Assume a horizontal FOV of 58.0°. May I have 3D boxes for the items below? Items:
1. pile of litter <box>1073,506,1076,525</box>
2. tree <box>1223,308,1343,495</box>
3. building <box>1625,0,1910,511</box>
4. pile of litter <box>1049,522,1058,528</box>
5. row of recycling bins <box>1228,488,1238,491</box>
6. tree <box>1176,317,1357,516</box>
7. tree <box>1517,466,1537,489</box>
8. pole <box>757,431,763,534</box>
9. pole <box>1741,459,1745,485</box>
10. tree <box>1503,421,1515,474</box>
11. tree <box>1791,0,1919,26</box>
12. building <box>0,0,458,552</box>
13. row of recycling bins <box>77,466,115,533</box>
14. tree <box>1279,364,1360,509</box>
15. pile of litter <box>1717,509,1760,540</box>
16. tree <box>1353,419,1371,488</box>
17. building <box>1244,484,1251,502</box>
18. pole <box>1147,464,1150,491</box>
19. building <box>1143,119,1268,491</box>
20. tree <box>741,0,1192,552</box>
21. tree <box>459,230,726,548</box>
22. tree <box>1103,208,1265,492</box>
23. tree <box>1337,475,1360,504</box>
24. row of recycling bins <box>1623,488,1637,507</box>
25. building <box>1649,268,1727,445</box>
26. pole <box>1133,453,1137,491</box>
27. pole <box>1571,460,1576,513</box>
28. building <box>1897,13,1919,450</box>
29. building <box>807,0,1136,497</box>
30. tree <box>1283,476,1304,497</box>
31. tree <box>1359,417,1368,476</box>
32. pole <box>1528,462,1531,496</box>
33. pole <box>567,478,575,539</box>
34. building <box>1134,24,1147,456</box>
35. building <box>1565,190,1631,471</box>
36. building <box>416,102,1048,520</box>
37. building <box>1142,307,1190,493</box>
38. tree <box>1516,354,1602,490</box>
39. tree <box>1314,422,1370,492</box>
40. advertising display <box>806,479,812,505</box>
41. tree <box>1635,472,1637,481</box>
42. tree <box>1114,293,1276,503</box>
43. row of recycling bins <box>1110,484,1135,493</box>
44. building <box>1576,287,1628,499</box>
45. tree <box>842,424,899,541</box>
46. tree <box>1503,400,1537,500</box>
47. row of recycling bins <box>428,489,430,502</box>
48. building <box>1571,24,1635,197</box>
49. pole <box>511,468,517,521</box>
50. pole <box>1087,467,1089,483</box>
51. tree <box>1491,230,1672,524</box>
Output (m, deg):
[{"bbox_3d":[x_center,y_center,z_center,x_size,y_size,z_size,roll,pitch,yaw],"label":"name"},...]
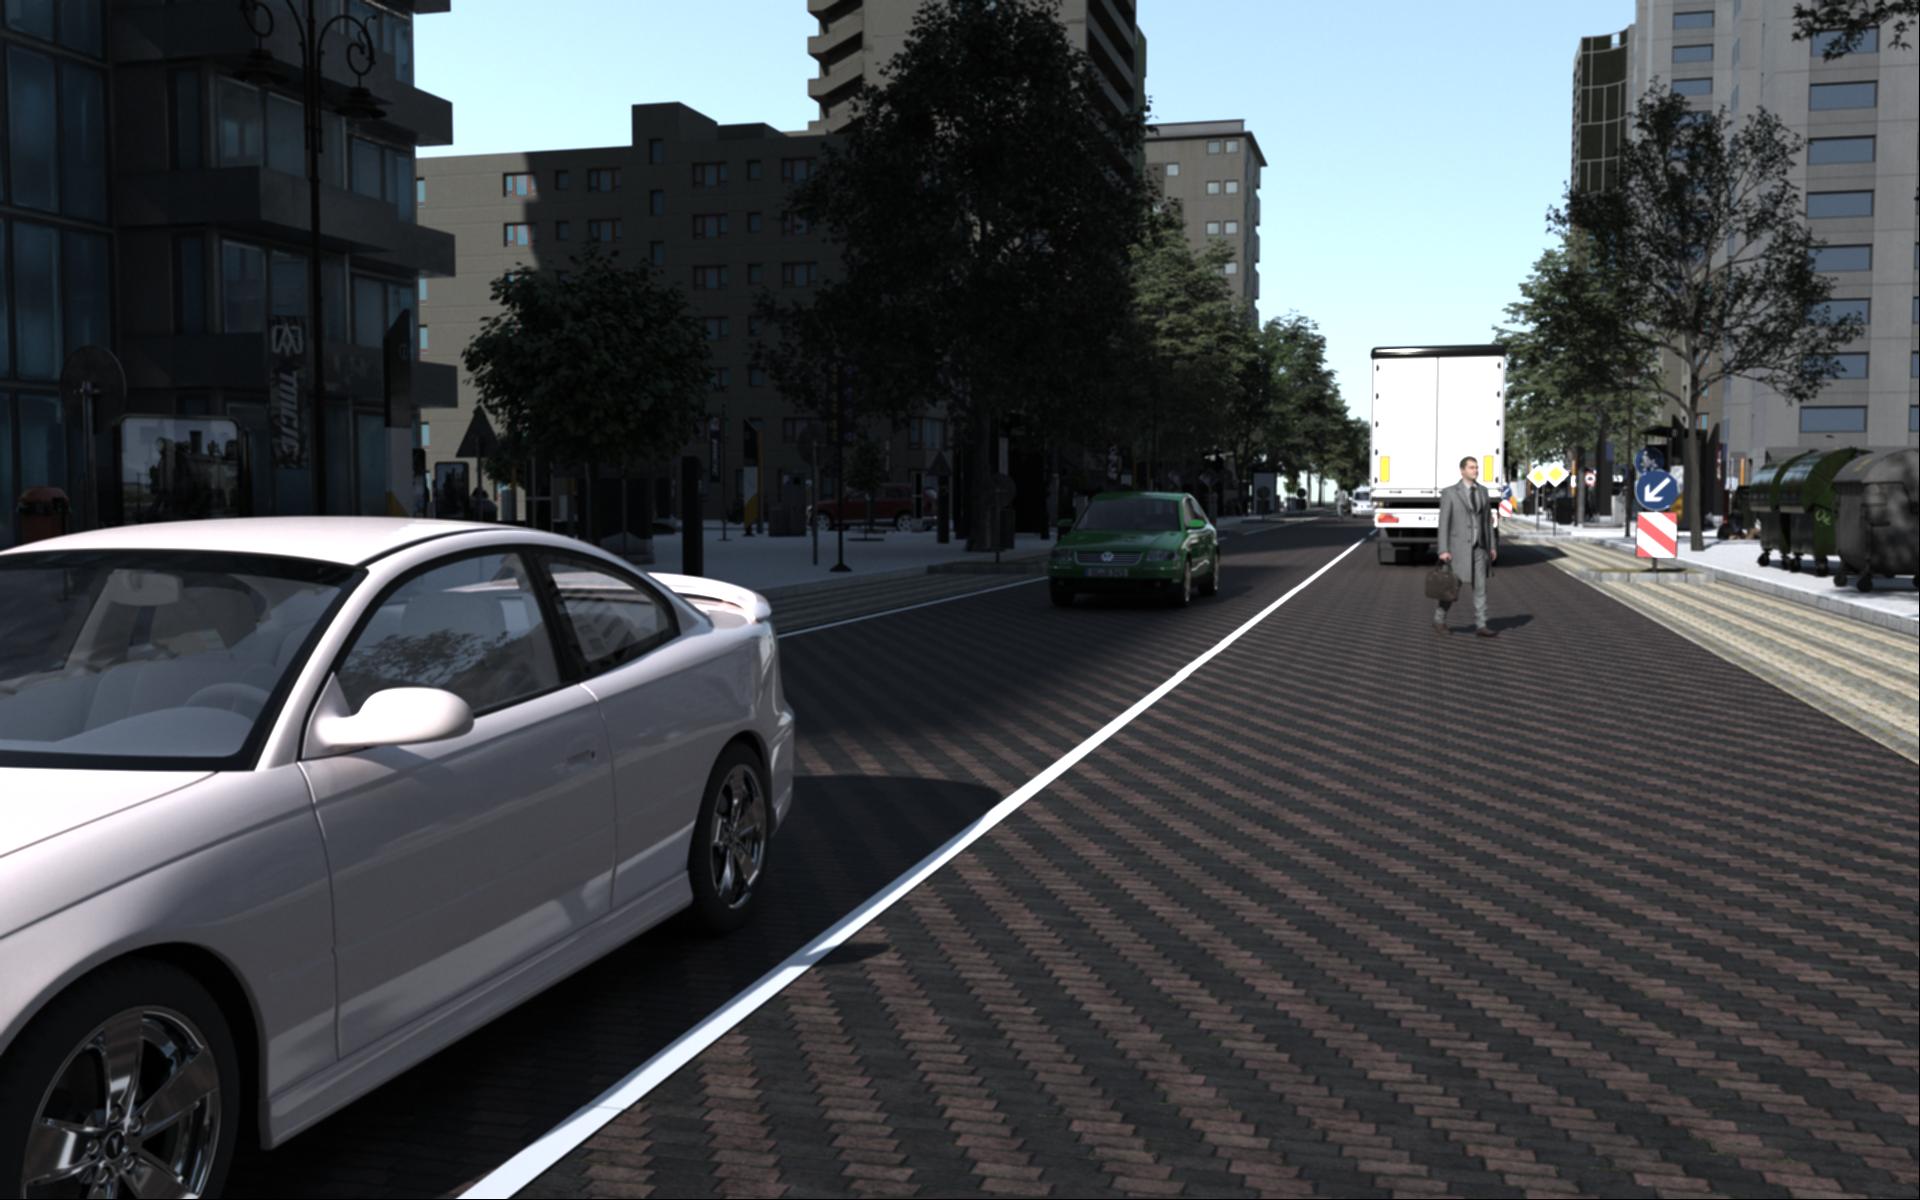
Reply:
[{"bbox_3d":[4.689,-3.648,73.606,1.176,0.858,1.719,0,4,4],"label":"pile of litter"},{"bbox_3d":[21.776,-13.073,120.403,9.857,13.997,8.962,0,3,0],"label":"tree"},{"bbox_3d":[77.408,-38.461,170.844,21.231,58.520,28.212,1,4,15],"label":"building"},{"bbox_3d":[2.901,-3.117,64.933,1.719,0.858,1.176,1,4,15],"label":"pile of litter"},{"bbox_3d":[18.605,-7.020,121.889,1.069,1.692,3.534,-1,4,-17],"label":"row of recycling bins"},{"bbox_3d":[16.644,-10.842,103.016,9.928,11.665,9.643,0,3,0],"label":"tree"},{"bbox_3d":[39.396,-7.732,121.019,1.663,3.219,1.824,0,3,0],"label":"tree"},{"bbox_3d":[-6.450,-3.788,55.775,0.158,3.312,0.155,0,3,0],"label":"pole"},{"bbox_3d":[44.917,-6.458,99.434,0.158,3.312,0.155,0,3,0],"label":"pole"},{"bbox_3d":[47.445,-12.261,150.828,4.360,8.622,3.978,0,3,0],"label":"tree"},{"bbox_3d":[9.123,-4.652,10.470,7.601,10.594,8.767,-3,5,-45],"label":"tree"},{"bbox_3d":[-29.358,-25.690,39.646,30.456,49.044,23.786,1,4,15],"label":"building"},{"bbox_3d":[-12.767,-1.203,26.787,1.069,1.692,3.534,-1,4,-13],"label":"row of recycling bins"},{"bbox_3d":[30.043,-14.240,150.947,7.486,12.596,7.792,0,3,0],"label":"tree"},{"bbox_3d":[22.298,-2.158,49.256,1.719,0.858,1.176,-1,4,-12],"label":"pile of litter"},{"bbox_3d":[66.822,-23.455,290.146,9.857,13.997,8.962,0,3,0],"label":"tree"},{"bbox_3d":[32.947,-35.733,276.120,32.217,40.220,23.993,1,4,15],"label":"building"},{"bbox_3d":[12.598,-7.463,115.866,0.158,3.312,0.155,0,3,0],"label":"pole"},{"bbox_3d":[28.706,-40.430,250.270,28.713,52.752,27.495,1,4,15],"label":"building"},{"bbox_3d":[0.446,-7.420,38.325,9.611,12.733,9.660,0,3,0],"label":"tree"},{"bbox_3d":[-4.599,-2.331,21.818,4.285,4.588,4.351,0,3,0],"label":"tree"},{"bbox_3d":[8.290,-9.268,69.654,7.486,12.596,7.792,0,3,0],"label":"tree"},{"bbox_3d":[52.260,-15.258,233.176,4.285,4.588,4.351,0,3,0],"label":"tree"},{"bbox_3d":[43.007,-6.362,111.135,1.069,1.692,3.534,2,4,23],"label":"row of recycling bins"},{"bbox_3d":[73.686,-18.239,143.246,27.650,21.520,28.899,1,4,15],"label":"building"},{"bbox_3d":[8.709,-5.655,86.306,0.158,3.312,0.155,0,3,0],"label":"pole"},{"bbox_3d":[37.183,-6.797,104.966,0.158,3.312,0.155,0,3,0],"label":"pole"},{"bbox_3d":[59.728,-34.624,108.103,21.231,58.520,28.212,1,4,15],"label":"building"},{"bbox_3d":[0.904,-30.973,130.105,21.300,48.544,21.600,1,4,15],"label":"building"},{"bbox_3d":[27.270,-9.064,142.798,1.663,3.219,1.824,0,3,0],"label":"tree"},{"bbox_3d":[49.368,-18.798,225.468,7.486,12.596,7.792,0,3,0],"label":"tree"},{"bbox_3d":[35.817,-7.048,109.073,0.158,3.312,0.155,0,3,0],"label":"pole"},{"bbox_3d":[-10.961,-3.356,48.715,0.158,3.312,0.155,0,3,0],"label":"pole"},{"bbox_3d":[7.811,-28.421,148.275,14.154,41.232,14.086,1,4,15],"label":"building"},{"bbox_3d":[96.663,-36.898,253.397,14.600,45.320,14.200,1,4,15],"label":"building"},{"bbox_3d":[-11.279,-15.583,99.828,27.650,21.520,28.899,1,4,15],"label":"building"},{"bbox_3d":[7.087,-19.953,171.276,27.650,21.520,28.899,1,4,15],"label":"building"},{"bbox_3d":[30.318,-8.385,87.465,4.360,8.622,3.978,0,3,0],"label":"tree"},{"bbox_3d":[46.273,-16.913,210.947,7.601,10.594,8.767,-2,4,-35],"label":"tree"},{"bbox_3d":[-6.537,-4.183,73.613,0.123,1.923,0.974,2,4,34],"label":"advertising display"},{"bbox_3d":[49.509,-8.156,127.957,1.663,3.219,1.824,0,3,0],"label":"tree"},{"bbox_3d":[10.654,-8.854,79.173,8.767,10.594,7.601,2,4,27],"label":"tree"},{"bbox_3d":[6.636,-3.874,70.445,1.069,1.692,3.534,0,4,3],"label":"row of recycling bins"},{"bbox_3d":[92.816,-28.643,240.018,14.160,30.474,14.107,1,4,15],"label":"building"},{"bbox_3d":[-2.482,-3.250,47.739,1.663,3.219,1.824,0,3,0],"label":"tree"},{"bbox_3d":[42.994,-11.334,135.676,4.737,8.622,4.395,0,3,0],"label":"tree"},{"bbox_3d":[-43.178,-8.404,144.525,1.069,1.692,3.534,3,4,39],"label":"row of recycling bins"},{"bbox_3d":[103.696,-50.793,268.713,20.563,71.187,20.611,1,4,15],"label":"building"},{"bbox_3d":[-18.462,-4.759,71.651,0.158,3.312,0.155,0,3,0],"label":"pole"},{"bbox_3d":[8.678,-7.565,117.537,0.158,3.312,0.155,0,3,0],"label":"pole"},{"bbox_3d":[26.515,-9.587,74.870,7.486,12.596,7.792,0,3,0],"label":"tree"}]
